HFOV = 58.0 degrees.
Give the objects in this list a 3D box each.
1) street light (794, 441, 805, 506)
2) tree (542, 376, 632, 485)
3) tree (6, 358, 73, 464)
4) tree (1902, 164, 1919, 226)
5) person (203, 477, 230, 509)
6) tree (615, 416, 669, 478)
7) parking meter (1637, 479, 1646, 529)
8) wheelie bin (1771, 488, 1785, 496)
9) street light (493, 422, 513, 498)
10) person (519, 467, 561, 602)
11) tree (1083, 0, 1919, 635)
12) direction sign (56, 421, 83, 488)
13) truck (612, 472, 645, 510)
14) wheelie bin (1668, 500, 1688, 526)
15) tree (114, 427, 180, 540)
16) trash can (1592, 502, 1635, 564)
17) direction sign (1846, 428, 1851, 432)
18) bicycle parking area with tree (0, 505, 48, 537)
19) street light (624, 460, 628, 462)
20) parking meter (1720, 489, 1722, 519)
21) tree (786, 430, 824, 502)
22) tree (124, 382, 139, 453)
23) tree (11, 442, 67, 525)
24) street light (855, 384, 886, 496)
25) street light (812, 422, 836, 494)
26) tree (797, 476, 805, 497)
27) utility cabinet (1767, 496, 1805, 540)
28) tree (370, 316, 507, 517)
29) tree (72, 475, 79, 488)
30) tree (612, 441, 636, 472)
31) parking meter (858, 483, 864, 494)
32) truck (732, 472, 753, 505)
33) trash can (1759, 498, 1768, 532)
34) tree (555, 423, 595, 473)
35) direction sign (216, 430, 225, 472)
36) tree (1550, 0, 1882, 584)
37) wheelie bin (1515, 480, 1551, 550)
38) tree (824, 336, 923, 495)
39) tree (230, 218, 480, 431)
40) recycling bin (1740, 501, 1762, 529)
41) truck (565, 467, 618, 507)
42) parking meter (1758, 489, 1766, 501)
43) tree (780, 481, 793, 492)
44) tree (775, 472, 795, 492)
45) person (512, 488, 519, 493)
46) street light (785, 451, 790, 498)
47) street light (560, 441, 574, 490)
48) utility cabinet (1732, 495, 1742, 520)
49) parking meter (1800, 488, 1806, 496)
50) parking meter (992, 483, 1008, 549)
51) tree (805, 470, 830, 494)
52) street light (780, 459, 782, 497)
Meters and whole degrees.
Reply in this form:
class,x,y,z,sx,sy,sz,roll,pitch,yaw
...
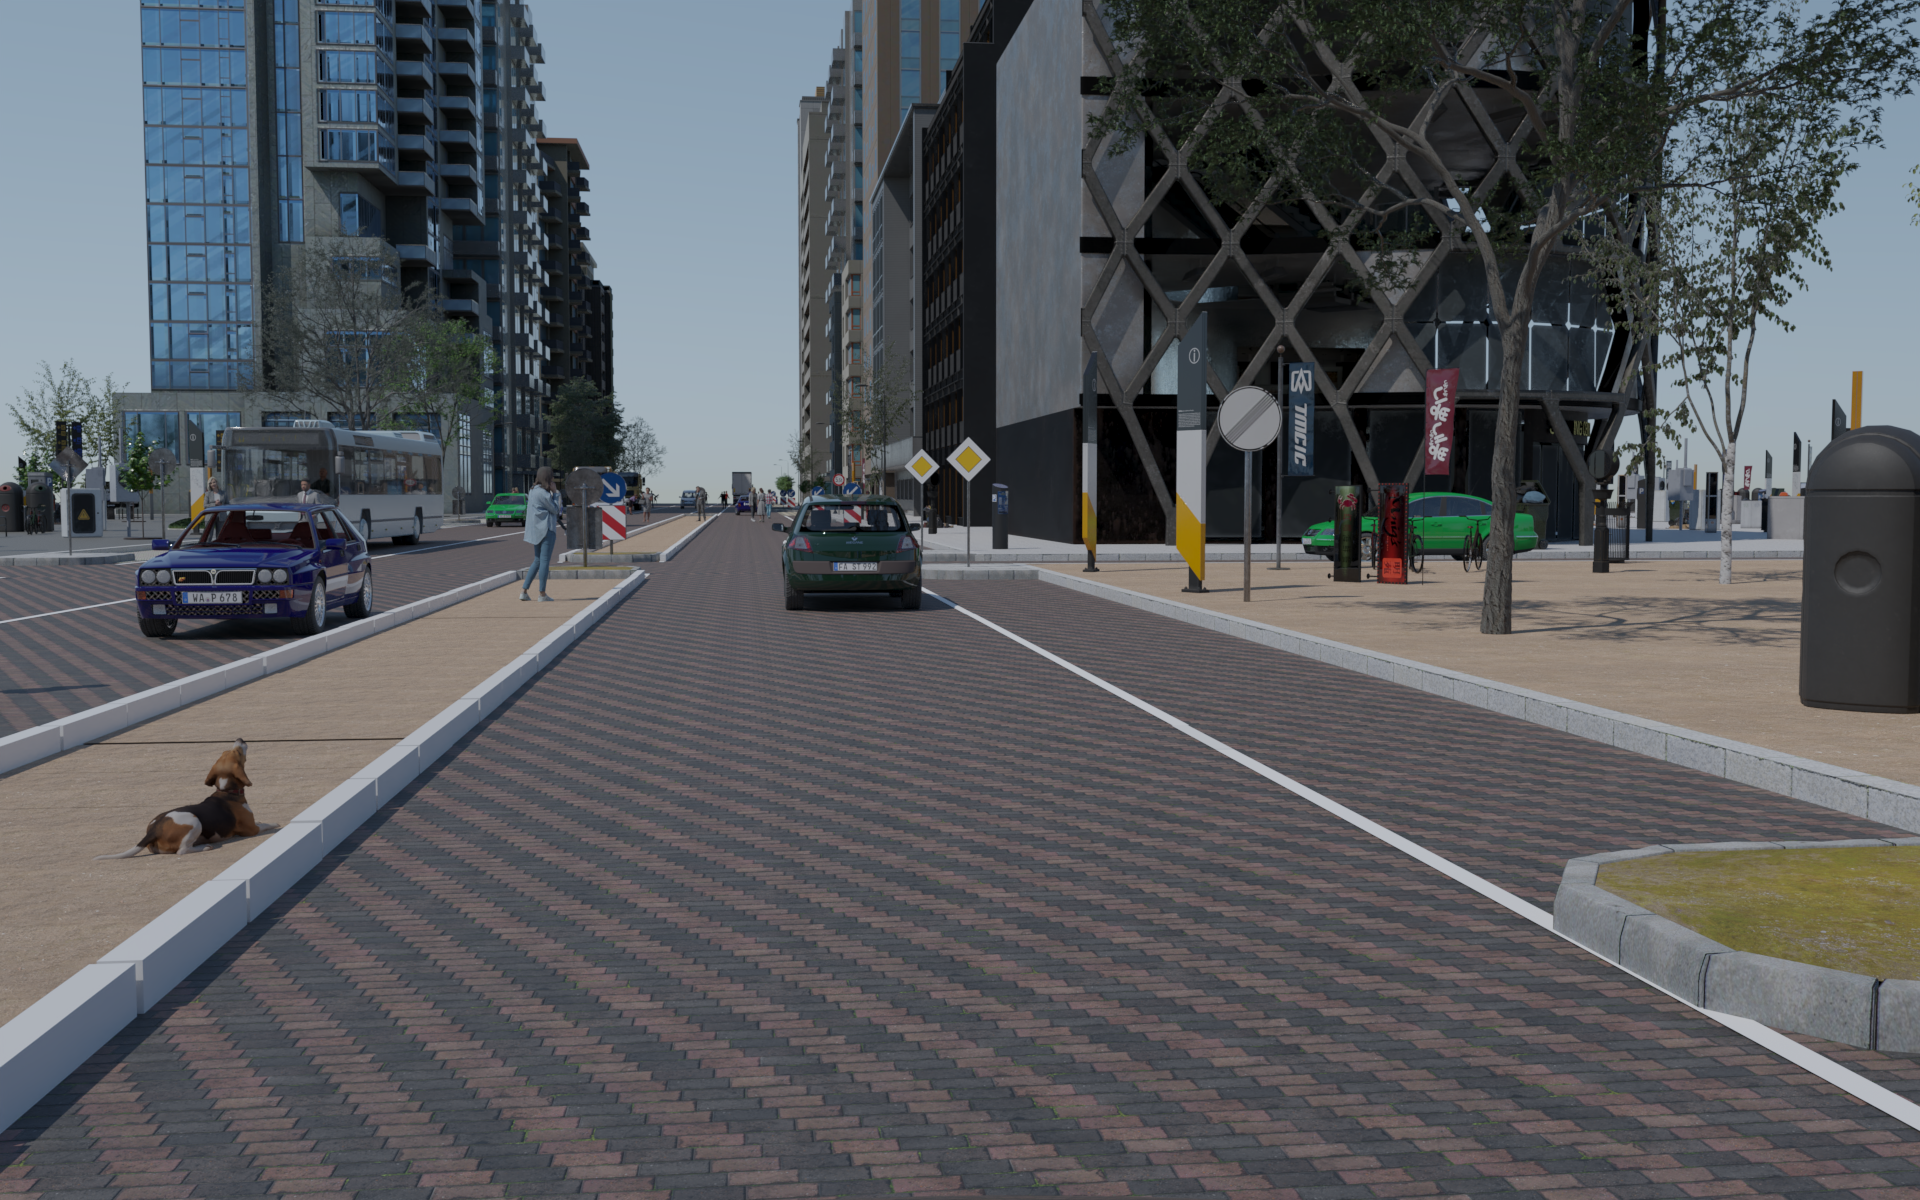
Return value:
class,x,y,z,sx,sy,sz,roll,pitch,yaw
street light,-13.389,-10.879,150.410,1.470,5.913,1.316,0,4,-7
tree,-39.838,-17.017,184.877,9.857,13.997,8.962,0,3,0
tree,-48.262,-8.702,92.644,4.737,8.622,4.395,0,3,0
tree,15.548,-4.478,23.576,4.737,8.622,4.395,0,3,0
person,-15.943,-1.743,37.180,0.537,1.800,0.526,-2,4,-24
tree,-50.177,-21.890,268.273,12.009,13.543,11.850,0,3,0
parking meter,25.178,-3.556,63.844,0.255,1.863,0.399,-2,4,-32
wheelie bin,43.688,-5.178,92.573,0.980,1.594,0.693,3,5,44
street light,-29.585,-8.533,112.048,1.470,5.913,1.316,0,4,-7
person,-5.579,-0.869,22.969,0.793,1.790,0.793,1,4,20
tree,4.759,-4.948,15.310,8.767,10.594,7.601,2,4,25
direction sign,-27.778,-3.798,54.088,0.379,3.537,0.876,2,4,26
truck,-29.639,-9.664,153.922,3.469,3.379,9.791,-1,4,-9
wheelie bin,29.087,-3.805,70.113,0.693,1.594,0.980,3,4,37
tree,-23.128,-3.312,48.759,1.663,3.219,1.824,0,3,0
trash can,12.110,-1.253,32.143,0.748,1.137,0.748,0,3,0
direction sign,30.684,-4.119,59.348,0.876,3.537,0.379,-1,4,-10
bicycle parking area with tree,-32.422,-3.989,52.230,8.231,4.147,9.016,0,4,-2
street light,-44.645,-15.946,233.251,1.470,5.913,1.316,0,4,-7
parking meter,38.393,-4.827,87.336,0.372,1.533,0.369,0,3,0
tree,-17.679,-15.005,195.691,4.360,8.622,3.978,0,3,0
tree,-51.914,-9.441,104.730,4.737,8.622,4.395,0,3,0
tree,-34.578,-4.289,64.722,1.663,3.219,1.824,0,3,0
street light,-3.719,-6.157,73.210,1.470,5.913,1.316,0,4,-7
street light,-8.650,-8.558,112.459,1.470,5.913,1.316,0,4,-7
tree,-16.350,-11.547,183.387,1.663,3.219,1.824,0,3,0
utility cabinet,23.449,-2.318,49.064,0.306,1.237,1.020,-3,5,-42
tree,-29.436,-10.518,97.727,9.928,11.665,9.643,0,3,0
tree,-37.817,-4.794,72.987,1.663,3.219,1.824,0,3,0
tree,-43.673,-16.567,221.227,4.737,8.622,4.395,0,3,0
parking meter,-5.006,-4.943,86.535,0.399,1.863,0.255,0,4,5
truck,-27.961,-14.280,222.385,2.839,4.237,11.283,0,4,-7
trash can,27.262,-2.847,58.201,0.748,1.137,0.748,0,3,0
tree,-38.955,-13.810,176.147,4.360,8.622,3.978,0,3,0
direction sign,-25.866,-4.245,61.395,0.876,3.537,0.379,-1,4,-13
tree,10.855,-4.546,24.687,4.360,8.622,3.978,0,3,0
wheelie bin,13.179,-1.964,40.026,0.693,1.594,0.980,-1,4,-20
tree,-3.858,-7.909,79.667,4.360,8.622,3.978,0,3,0
tree,-26.857,-10.212,77.341,12.009,13.543,11.850,0,3,0
recycling bin,29.683,-3.203,64.931,0.722,1.027,0.722,2,4,26
truck,-26.226,-7.866,124.539,3.469,3.379,9.791,0,4,-7
parking meter,41.194,-4.926,88.954,0.372,1.533,0.369,0,3,0
tree,-25.385,-15.712,251.489,1.663,3.219,1.824,0,3,0
tree,-26.458,-17.038,262.286,4.285,4.588,4.351,0,3,0
person,-26.945,-5.906,105.038,0.573,1.828,0.580,0,4,8
street light,-18.136,-13.228,188.815,1.470,5.913,1.316,0,4,-7
street light,-34.241,-10.899,150.742,1.470,5.913,1.316,0,4,-7
utility cabinet,36.505,-4.336,82.049,0.306,1.237,1.020,-2,4,-23
parking meter,32.960,-3.639,67.915,0.372,1.533,0.369,0,3,0
parking meter,0.937,-1.950,40.296,0.372,1.533,0.369,0,3,0
tree,-11.145,-8.819,138.791,1.663,3.219,1.824,0,3,0
street light,-23.591,-15.885,232.258,1.470,5.913,1.316,0,4,-7
